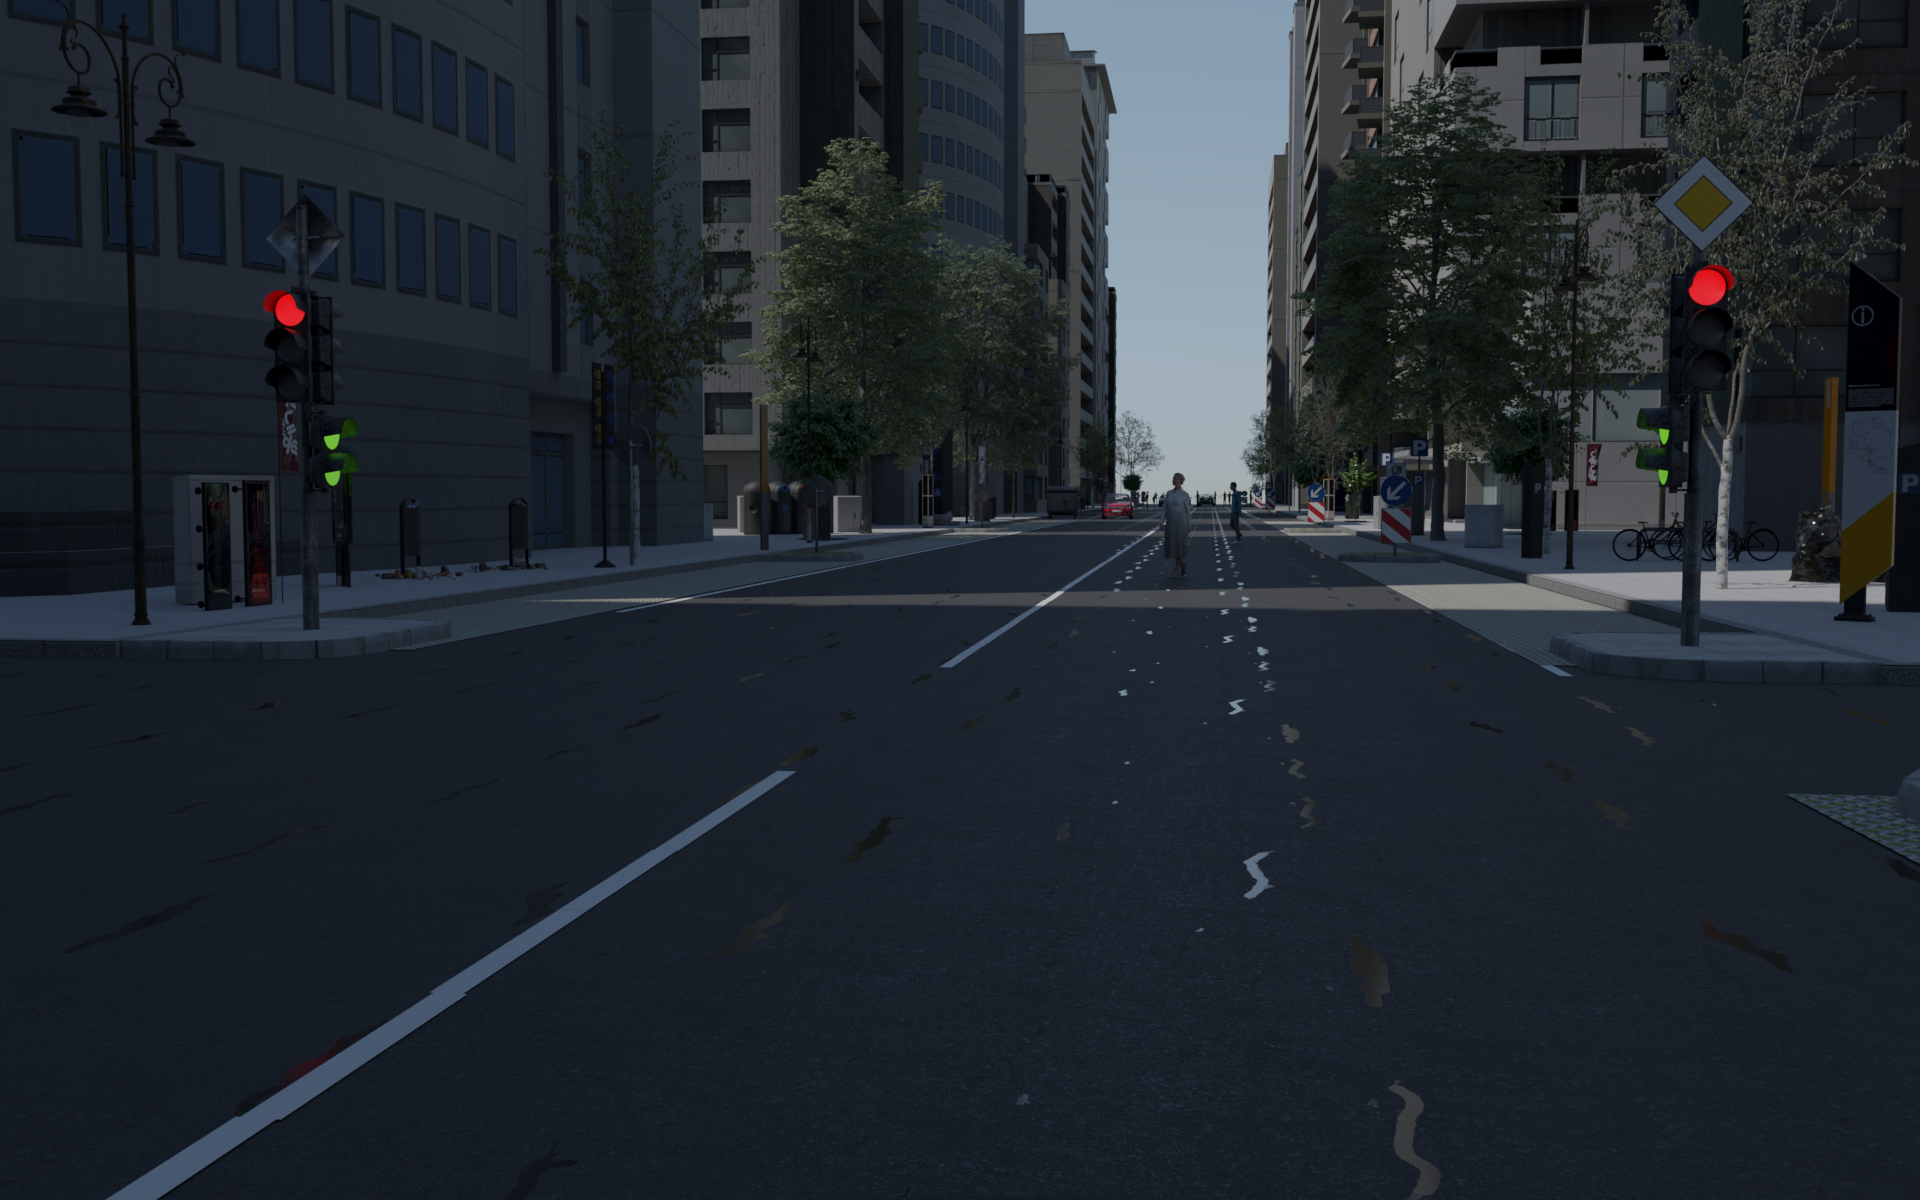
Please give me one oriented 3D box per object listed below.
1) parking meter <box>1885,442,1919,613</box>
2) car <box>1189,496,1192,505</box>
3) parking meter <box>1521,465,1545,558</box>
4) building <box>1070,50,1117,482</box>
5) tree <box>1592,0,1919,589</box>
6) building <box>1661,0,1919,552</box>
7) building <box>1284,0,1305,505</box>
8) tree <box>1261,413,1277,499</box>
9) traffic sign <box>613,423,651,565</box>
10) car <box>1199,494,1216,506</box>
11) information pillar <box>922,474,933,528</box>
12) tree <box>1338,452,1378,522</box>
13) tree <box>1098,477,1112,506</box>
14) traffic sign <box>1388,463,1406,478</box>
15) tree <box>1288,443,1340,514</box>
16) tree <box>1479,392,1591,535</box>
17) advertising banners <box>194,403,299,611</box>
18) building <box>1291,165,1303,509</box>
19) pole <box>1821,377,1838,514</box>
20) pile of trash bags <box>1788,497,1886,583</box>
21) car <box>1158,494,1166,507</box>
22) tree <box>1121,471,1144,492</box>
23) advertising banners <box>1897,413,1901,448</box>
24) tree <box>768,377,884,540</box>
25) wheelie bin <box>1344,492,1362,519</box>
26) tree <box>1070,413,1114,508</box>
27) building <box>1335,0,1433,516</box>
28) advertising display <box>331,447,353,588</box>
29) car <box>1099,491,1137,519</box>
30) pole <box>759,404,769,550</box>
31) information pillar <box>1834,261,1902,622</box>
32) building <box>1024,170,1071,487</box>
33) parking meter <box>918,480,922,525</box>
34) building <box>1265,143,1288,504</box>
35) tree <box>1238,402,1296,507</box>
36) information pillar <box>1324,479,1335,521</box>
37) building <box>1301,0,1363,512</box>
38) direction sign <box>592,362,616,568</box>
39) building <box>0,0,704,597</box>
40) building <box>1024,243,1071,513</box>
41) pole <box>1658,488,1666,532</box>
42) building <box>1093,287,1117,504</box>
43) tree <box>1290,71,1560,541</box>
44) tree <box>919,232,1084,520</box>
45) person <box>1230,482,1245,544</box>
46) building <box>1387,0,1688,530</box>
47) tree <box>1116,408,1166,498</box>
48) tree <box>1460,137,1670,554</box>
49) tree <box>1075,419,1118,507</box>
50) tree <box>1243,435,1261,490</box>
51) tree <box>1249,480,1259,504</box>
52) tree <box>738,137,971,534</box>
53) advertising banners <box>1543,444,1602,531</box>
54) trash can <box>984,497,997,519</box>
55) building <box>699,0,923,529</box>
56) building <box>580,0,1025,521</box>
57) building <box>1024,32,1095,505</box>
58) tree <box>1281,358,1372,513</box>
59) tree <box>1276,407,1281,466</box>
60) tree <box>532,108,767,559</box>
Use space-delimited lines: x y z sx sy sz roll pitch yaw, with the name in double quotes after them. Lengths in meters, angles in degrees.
10.288 -0.804 18.851 0.399 1.863 0.255 1 4 20 "parking meter"
29.116 -13.039 224.993 2.131 1.459 4.920 0 4 8 "car"
11.451 -1.768 34.614 0.399 1.863 0.255 -2 4 -29 "parking meter"
4.162 -38.135 212.741 28.713 52.752 27.495 1 4 8 "building"
10.457 -4.464 23.351 4.360 8.622 3.978 0 3 0 "tree"
25.436 -16.629 43.590 14.160 30.474 14.107 1 4 8 "building"
49.876 -40.709 207.598 21.231 58.520 28.212 1 4 8 "building"
23.228 -10.342 119.459 4.360 8.622 3.978 0 3 0 "tree"
-5.915 -1.898 31.142 0.768 2.556 0.104 1 4 17 "traffic sign"
29.772 -12.067 209.098 2.131 1.459 4.920 1 4 10 "car"
-1.208 -3.702 65.022 0.304 2.012 0.304 3 5 39 "information pillar"
18.230 -5.234 80.173 1.663 3.219 1.824 0 3 0 "tree"
15.728 -12.011 190.988 1.663 3.219 1.824 0 3 0 "tree"
14.189 -3.316 56.349 0.606 2.300 0.079 1 4 9 "traffic sign"
22.713 -7.790 111.074 4.285 4.588 4.351 0 3 0 "tree"
18.198 -4.361 55.008 4.285 4.588 4.351 0 3 0 "tree"
-8.065 -1.443 19.784 0.090 3.025 2.074 1 4 11 "advertising banners"
36.874 -23.340 153.314 14.160 30.474 14.107 1 4 8 "building"
15.233 -2.234 30.362 0.158 3.312 0.155 0 3 0 "pole"
13.747 -1.011 26.282 1.912 1.369 3.447 2 4 33 "pile of trash bags"
23.501 -11.449 196.983 2.009 1.686 4.222 1 4 10 "car"
23.700 -15.547 237.912 4.285 4.588 4.351 0 3 0 "tree"
20.120 -2.493 36.941 0.090 3.025 2.074 1 4 18 "advertising banners"
-3.850 -3.977 48.736 4.285 4.588 4.351 0 3 0 "tree"
20.105 -4.931 88.526 0.693 1.594 0.980 3 5 40 "wheelie bin"
12.031 -12.607 156.493 4.360 8.622 3.978 0 3 0 "tree"
35.754 -27.813 109.359 22.147 44.769 28.867 1 4 8 "building"
-8.602 -1.155 24.105 0.123 1.923 0.974 -2 4 -29 "advertising display"
9.072 -5.534 99.524 2.155 1.783 4.494 0 4 6 "car"
-4.470 -2.793 39.515 0.158 3.312 0.155 0 3 0 "pole"
9.097 -1.589 17.331 0.504 3.616 0.183 3 5 43 "information pillar"
2.383 -23.534 156.484 14.160 30.474 14.107 1 4 8 "building"
-1.593 -4.094 72.646 0.255 1.863 0.399 -1 4 -15 "parking meter"
52.544 -37.303 233.599 21.300 48.544 21.600 1 4 8 "building"
31.865 -14.668 174.241 8.767 10.594 7.601 3 4 39 "tree"
17.937 -4.851 83.807 0.304 2.012 0.304 0 4 -1 "information pillar"
38.017 -31.247 134.593 21.300 48.544 21.600 1 4 8 "building"
-6.208 -2.336 30.192 0.379 3.537 0.876 1 4 11 "direction sign"
-19.262 -29.998 32.463 21.231 58.520 28.212 1 4 8 "building"
-6.286 -17.788 135.880 27.650 21.520 28.899 1 4 8 "building"
23.915 -3.982 58.944 0.158 3.312 0.155 0 3 0 "pole"
13.645 -28.216 233.033 14.160 30.474 14.107 1 4 8 "building"
12.819 -7.911 47.466 7.486 12.596 7.792 0 3 0 "tree"
0.859 -10.902 84.903 9.857 13.997 8.962 0 3 0 "tree"
7.997 -2.517 49.992 0.444 1.785 0.601 1 4 9 "person"
33.035 -29.524 71.953 28.713 52.752 27.495 1 4 8 "building"
24.493 -20.692 248.689 12.009 13.543 11.850 0 3 0 "tree"
12.757 -5.279 36.666 4.737 8.622 4.395 0 3 0 "tree"
12.931 -13.277 167.436 4.737 8.622 4.395 0 3 0 "tree"
35.321 -15.339 201.149 4.360 8.622 3.978 0 3 0 "tree"
40.020 -14.742 235.633 1.663 3.219 1.824 0 3 0 "tree"
-3.295 -8.442 56.154 7.486 12.596 7.792 0 3 0 "tree"
21.236 -3.913 60.170 2.074 3.025 0.090 0 4 1 "advertising banners"
1.560 -4.750 89.323 0.748 1.137 0.748 0 3 0 "trash can"
-9.530 -18.179 68.927 14.160 30.474 14.107 1 4 8 "building"
-7.957 -34.507 106.194 21.231 58.520 28.212 1 4 8 "building"
3.202 -34.507 187.890 21.300 48.544 21.600 1 4 8 "building"
20.086 -8.730 93.097 4.360 8.622 3.978 0 3 0 "tree"
20.884 -9.238 101.408 4.360 8.622 3.978 0 3 0 "tree"
-6.162 -5.117 34.022 4.737 8.622 4.395 0 3 0 "tree"
